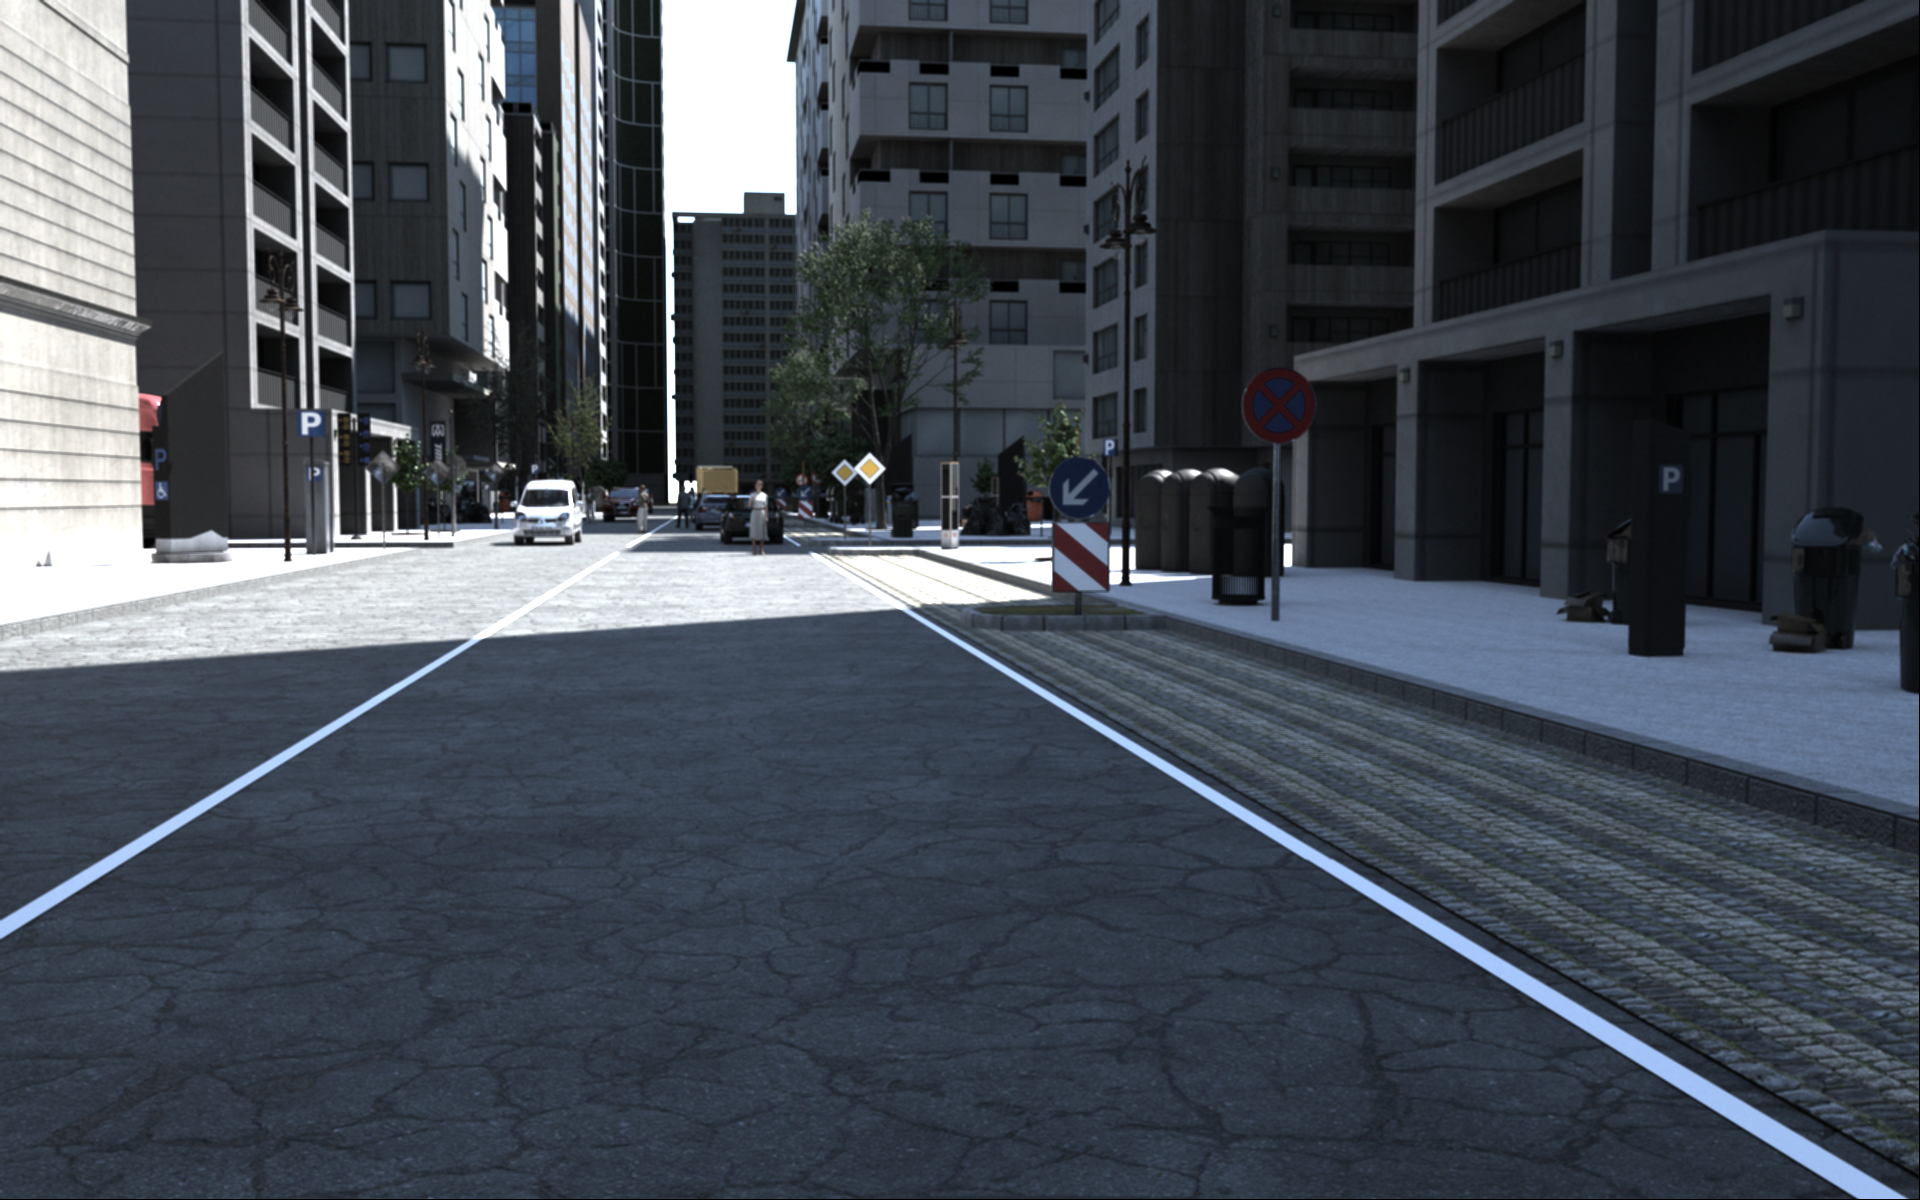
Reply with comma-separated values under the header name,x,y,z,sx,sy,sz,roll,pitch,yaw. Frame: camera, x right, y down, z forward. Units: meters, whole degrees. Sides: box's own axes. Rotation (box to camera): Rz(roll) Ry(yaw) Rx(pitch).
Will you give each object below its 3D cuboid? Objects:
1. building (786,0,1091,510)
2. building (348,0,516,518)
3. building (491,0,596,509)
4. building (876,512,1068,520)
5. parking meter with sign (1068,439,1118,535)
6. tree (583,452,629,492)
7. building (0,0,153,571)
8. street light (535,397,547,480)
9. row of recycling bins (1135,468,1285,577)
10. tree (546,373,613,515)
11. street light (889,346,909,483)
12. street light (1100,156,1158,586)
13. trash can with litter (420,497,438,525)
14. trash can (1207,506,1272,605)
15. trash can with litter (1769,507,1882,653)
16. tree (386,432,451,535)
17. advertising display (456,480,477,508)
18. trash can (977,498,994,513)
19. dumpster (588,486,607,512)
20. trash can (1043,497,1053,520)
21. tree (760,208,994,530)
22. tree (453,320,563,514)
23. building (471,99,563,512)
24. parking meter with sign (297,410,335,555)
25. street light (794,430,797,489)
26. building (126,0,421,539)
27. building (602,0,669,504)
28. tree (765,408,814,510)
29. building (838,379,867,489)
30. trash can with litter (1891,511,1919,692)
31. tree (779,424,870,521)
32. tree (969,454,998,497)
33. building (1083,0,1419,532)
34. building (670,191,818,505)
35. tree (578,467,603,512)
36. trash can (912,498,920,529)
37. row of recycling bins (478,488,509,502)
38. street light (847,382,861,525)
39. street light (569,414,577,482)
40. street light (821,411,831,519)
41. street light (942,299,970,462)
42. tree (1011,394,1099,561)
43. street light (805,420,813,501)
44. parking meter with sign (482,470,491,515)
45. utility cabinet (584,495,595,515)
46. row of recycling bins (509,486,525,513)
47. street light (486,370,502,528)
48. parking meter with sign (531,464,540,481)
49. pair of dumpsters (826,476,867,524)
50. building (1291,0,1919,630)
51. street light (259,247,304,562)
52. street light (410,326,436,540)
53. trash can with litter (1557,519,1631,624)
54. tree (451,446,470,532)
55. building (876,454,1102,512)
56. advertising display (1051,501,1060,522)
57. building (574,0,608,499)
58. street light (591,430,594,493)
name,x,y,z,sx,sy,sz,roll,pitch,yaw
building,-3.399,-36.396,184.306,28.713,52.752,27.495,0,4,-8
building,-38.784,-30.647,90.318,28.713,52.752,27.495,0,4,-8
building,-40.469,-30.916,155.583,14.600,45.320,14.200,0,4,-8
building,6.732,-31.171,98.886,28.713,52.752,27.495,0,4,-8
parking meter with sign,4.127,-3.544,54.201,1.738,3.016,0.543,-3,5,-41
tree,-29.240,-9.846,144.698,4.285,4.588,4.351,0,3,0
building,-37.086,-15.160,24.284,44.131,29.872,17.030,0,4,-8
street light,-19.586,-6.627,81.144,0.468,5.910,1.993,0,4,-8
row of recycling bins,4.012,-1.293,28.257,1.069,1.692,3.534,-2,4,-28
tree,-23.155,-9.511,105.874,4.737,8.622,4.395,0,3,0
street light,-1.903,-4.980,54.204,0.468,5.910,1.993,0,4,-8
street light,2.324,-3.140,24.122,0.468,5.910,1.993,0,4,-8
trash can with litter,-22.422,-3.748,72.674,1.055,1.170,0.624,1,4,11
trash can,3.239,-0.519,20.132,0.748,1.137,0.748,0,3,0
trash can with litter,7.116,-0.177,14.282,0.624,1.170,1.055,3,5,43
tree,-17.156,-3.641,54.128,1.663,3.219,1.824,0,3,0
advertising display,-22.825,-4.575,80.009,0.974,1.923,0.123,0,4,4
trash can,1.056,-3.669,71.646,0.748,1.137,0.748,0,3,0
dumpster,-25.234,-7.006,120.300,1.264,1.857,1.865,0,4,-8
trash can,4.362,-4.459,84.565,0.748,1.137,0.748,0,3,0
tree,-2.734,-8.327,61.902,9.928,11.665,9.643,0,3,0
tree,-18.826,-7.464,72.401,4.360,8.622,3.978,0,3,0
building,-37.153,-21.757,127.430,14.160,30.474,14.107,0,4,-8
parking meter with sign,-13.718,-2.493,37.016,0.543,3.016,1.738,-1,4,-12
street light,-11.685,-9.185,122.961,0.468,5.910,1.993,0,4,-8
building,-29.581,-37.815,56.520,20.563,71.187,20.611,0,4,-8
building,-47.317,-47.580,216.188,20.611,71.187,20.563,0,4,-8
tree,-13.535,-11.546,139.138,4.737,8.622,4.395,0,3,0
building,-2.762,-22.282,136.012,14.160,30.474,14.107,0,4,-8
trash can with litter,6.586,0.016,11.132,1.055,1.170,0.624,2,4,25
tree,-5.635,-5.993,81.695,4.285,4.588,4.351,0,3,0
tree,1.155,-5.474,84.104,1.663,3.219,1.824,0,3,0
building,12.758,-17.795,62.655,14.107,30.474,14.160,0,4,-8
building,-25.381,-32.628,225.353,23.993,40.220,32.217,0,4,-8
tree,-26.590,-7.915,124.004,1.663,3.219,1.824,0,3,0
trash can,-1.816,-3.161,63.338,0.748,1.137,0.748,0,3,0
row of recycling bins,-32.958,-6.906,120.022,3.534,1.692,1.069,0,4,-2
street light,-4.392,-6.049,71.685,0.468,5.910,1.993,0,4,-8
street light,-21.964,-7.683,98.406,0.468,5.910,1.993,0,4,-8
street light,-6.829,-7.081,88.562,0.468,5.910,1.993,0,4,-8
street light,-0.109,-4.184,41.203,0.468,5.910,1.993,0,4,-8
tree,2.036,-2.377,33.468,1.663,3.219,1.824,0,3,0
street light,-9.197,-8.130,105.705,0.468,5.910,1.993,0,4,-8
parking meter with sign,-29.749,-6.885,108.834,0.543,3.016,1.738,-2,4,-26
utility cabinet,-23.116,-5.926,108.055,0.306,1.237,1.020,1,4,14
row of recycling bins,-21.770,-5.061,89.860,3.534,1.692,1.069,3,5,40
street light,-17.320,-5.612,64.548,0.468,5.910,1.993,0,4,-8
parking meter with sign,-24.562,-6.466,101.975,0.543,3.016,1.738,1,4,17
pair of dumpsters,-4.982,-4.515,76.318,1.574,2.255,4.437,-1,4,-8
building,17.456,-35.578,19.959,20.563,71.187,20.611,0,4,-8
street light,-12.734,-3.661,32.641,0.468,5.910,1.993,0,4,-8
street light,-14.775,-4.587,47.793,0.468,5.910,1.993,0,4,-8
trash can with litter,6.485,-0.357,17.217,1.055,1.170,0.624,3,5,41
tree,-17.437,-3.934,58.918,1.663,3.219,1.824,0,3,0
building,0.251,-34.721,156.929,28.713,52.752,27.495,0,4,-8
advertising display,4.455,-4.575,80.019,0.123,1.923,0.974,-1,4,-19
building,-51.648,-39.078,180.925,28.212,58.520,21.231,0,4,-8
street light,-24.475,-8.711,115.205,0.468,5.910,1.993,0,4,-8
